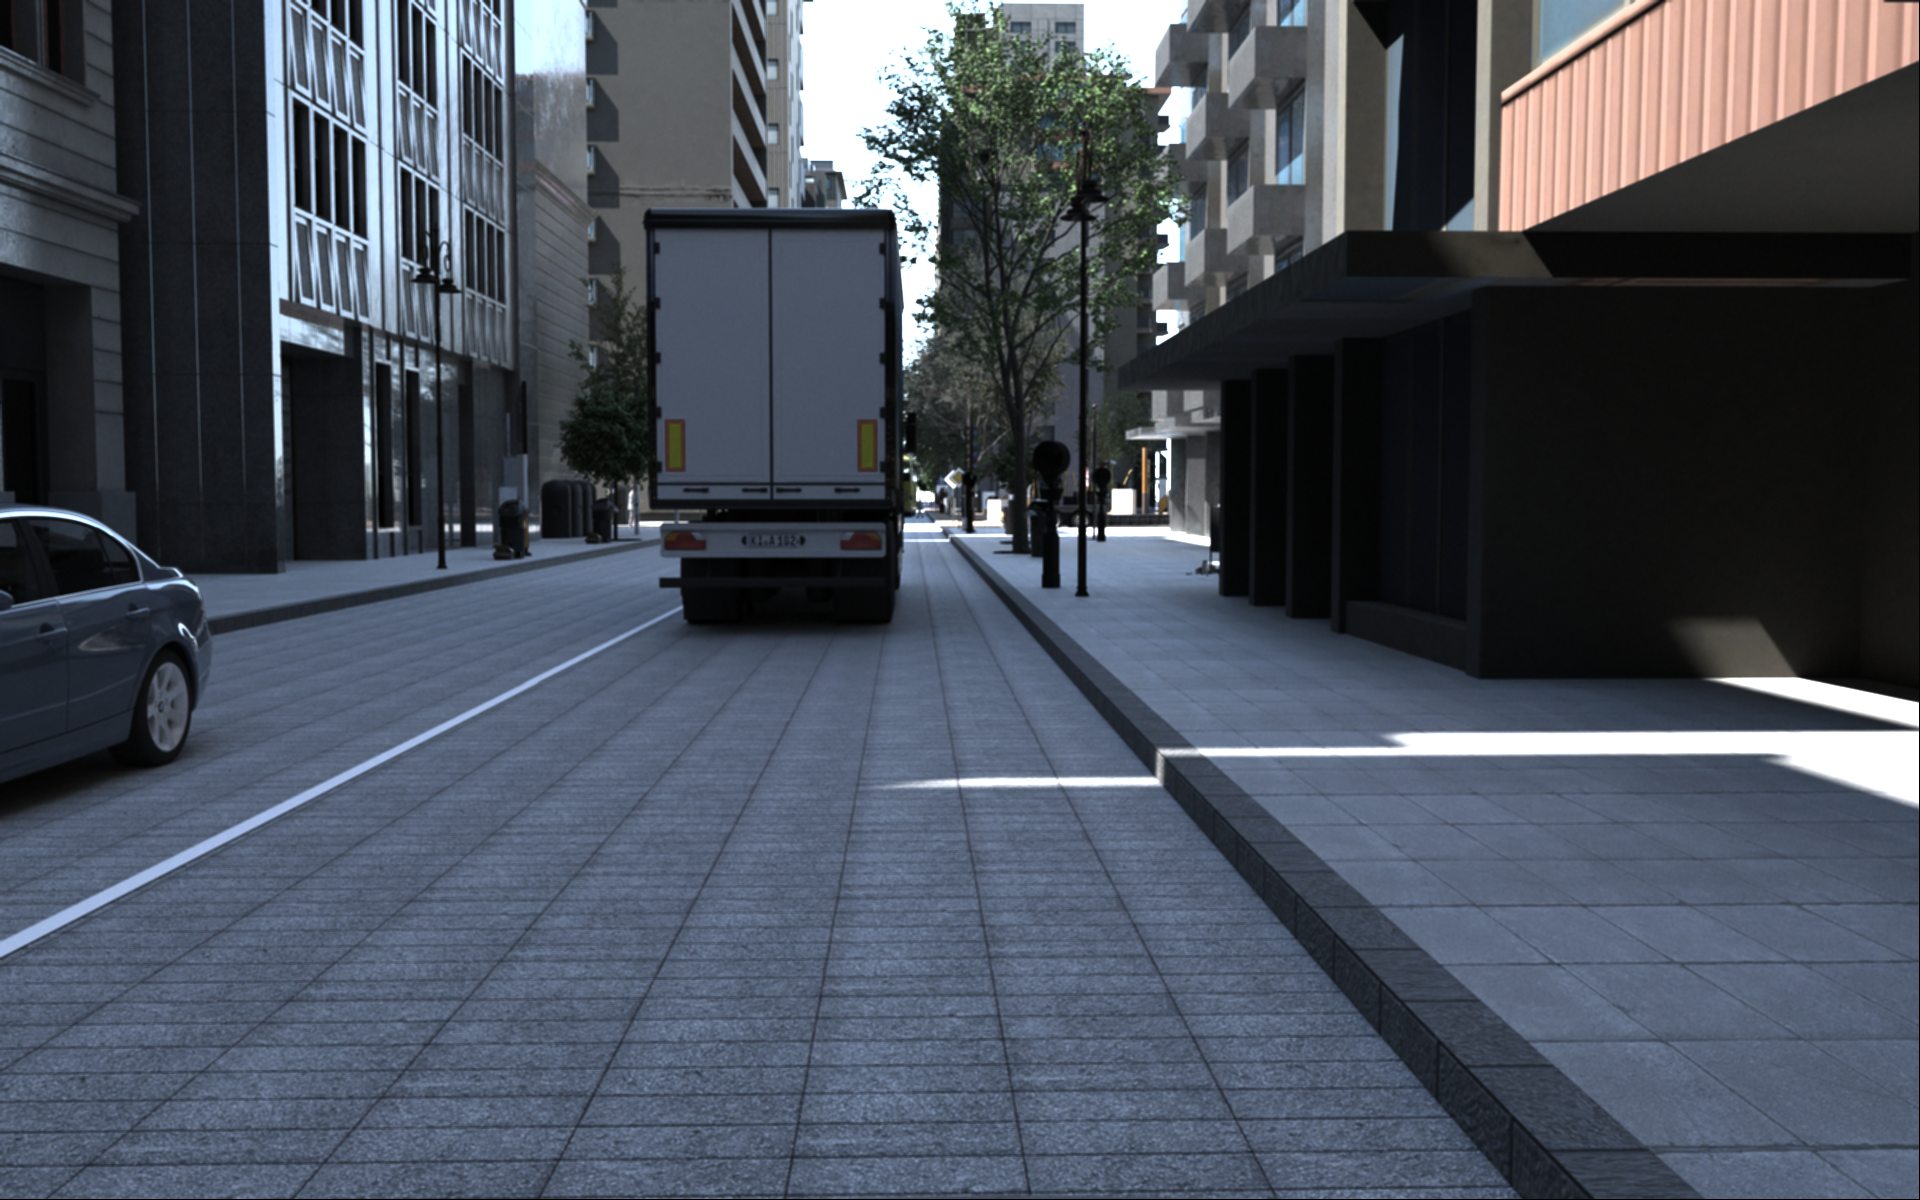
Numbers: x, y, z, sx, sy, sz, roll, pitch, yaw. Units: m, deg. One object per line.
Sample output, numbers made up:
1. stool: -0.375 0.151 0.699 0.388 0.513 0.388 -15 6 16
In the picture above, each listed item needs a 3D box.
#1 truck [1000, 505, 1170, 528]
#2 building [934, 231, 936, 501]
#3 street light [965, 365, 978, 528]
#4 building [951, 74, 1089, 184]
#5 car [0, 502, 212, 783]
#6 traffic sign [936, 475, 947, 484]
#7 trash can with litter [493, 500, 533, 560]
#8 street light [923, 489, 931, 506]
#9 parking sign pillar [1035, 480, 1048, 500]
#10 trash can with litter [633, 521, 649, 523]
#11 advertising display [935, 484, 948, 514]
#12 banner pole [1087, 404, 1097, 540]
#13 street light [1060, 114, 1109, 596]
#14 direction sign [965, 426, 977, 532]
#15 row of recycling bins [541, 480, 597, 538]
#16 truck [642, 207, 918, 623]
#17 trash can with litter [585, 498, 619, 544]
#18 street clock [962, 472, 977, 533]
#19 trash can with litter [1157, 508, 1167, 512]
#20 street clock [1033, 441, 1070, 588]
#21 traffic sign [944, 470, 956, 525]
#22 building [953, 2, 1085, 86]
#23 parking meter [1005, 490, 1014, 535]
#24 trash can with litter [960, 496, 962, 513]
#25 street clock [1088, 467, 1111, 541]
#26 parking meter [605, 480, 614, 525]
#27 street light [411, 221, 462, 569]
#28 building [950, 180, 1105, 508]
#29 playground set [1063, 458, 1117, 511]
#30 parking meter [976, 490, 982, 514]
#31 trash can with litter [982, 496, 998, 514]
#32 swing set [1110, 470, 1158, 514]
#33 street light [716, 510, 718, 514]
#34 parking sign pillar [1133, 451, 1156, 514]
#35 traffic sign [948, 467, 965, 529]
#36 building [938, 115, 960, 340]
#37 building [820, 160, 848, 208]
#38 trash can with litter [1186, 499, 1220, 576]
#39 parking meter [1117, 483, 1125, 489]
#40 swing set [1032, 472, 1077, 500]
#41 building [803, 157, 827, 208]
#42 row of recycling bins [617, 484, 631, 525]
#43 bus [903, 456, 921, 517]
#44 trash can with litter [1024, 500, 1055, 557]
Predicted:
1. truck: 11.024 -4.754 67.490 18.799 4.110 2.967 0 4 -2
2. building: 6.378 -41.090 295.525 21.300 48.544 21.600 0 4 -2
3. street light: 0.414 -5.482 62.425 0.468 5.910 1.993 0 4 -2
4. building: 10.305 -32.438 184.980 22.147 44.769 28.867 0 4 -2
5. car: -5.044 0.251 7.895 2.014 1.417 4.499 0 3 0
6. traffic sign: -1.249 -7.229 118.308 0.768 2.556 0.104 0 4 5
7. trash can with litter: -8.834 -1.392 34.139 0.624 1.170 1.055 0 4 0
8. street light: -4.288 -15.311 223.121 0.468 5.910 1.993 0 4 -2
9. parking sign pillar: 6.541 -9.015 135.863 1.447 3.967 1.447 -1 4 -14
10. trash can with litter: -15.120 -4.042 77.150 2.233 1.210 1.678 2 4 28
11. advertising display: -1.162 -6.665 114.181 0.974 1.923 0.123 -1 4 -20
12. banner pole: 3.697 -3.557 48.168 0.401 3.779 0.863 1 4 15
13. street light: 1.534 -2.986 21.604 0.468 5.910 1.993 0 4 -2
14. direction sign: 0.370 -4.042 58.088 0.379 3.537 0.876 2 4 26
15. row of recycling bins: -11.620 -2.732 51.781 1.069 1.692 3.534 0 4 4
16. truck: -1.981 -2.060 22.600 2.839 4.237 11.283 0 4 -1
17. trash can with litter: -9.348 -2.061 45.080 0.624 1.170 1.055 1 4 10
18. street clock: 0.320 -3.188 56.693 0.471 2.002 0.358 0 4 -4
19. trash can with litter: 14.761 -6.936 124.786 1.055 1.170 0.624 -3 5 -39
20. street clock: 1.248 -1.169 23.691 0.471 2.002 0.358 2 4 32
21. traffic sign: -0.275 -4.172 71.858 0.795 2.450 0.064 0 4 -2
22. building: 7.242 -50.140 258.044 20.563 71.187 20.611 0 4 -2
23. parking meter: 1.601 -2.793 54.069 0.372 1.533 0.369 0 3 0
24. trash can with litter: 0.242 -6.401 116.044 0.624 1.170 1.055 0 4 3
25. street clock: 3.831 -2.590 46.919 0.471 2.002 0.358 -1 4 -16
26. parking meter: -14.288 -3.985 70.864 0.255 1.863 0.399 2 4 27
27. street light: -8.912 -3.476 29.621 0.468 5.910 1.993 0 4 -2
28. building: 6.066 -23.979 163.763 14.160 30.474 14.107 0 4 -2
29. playground set: 10.850 -8.983 133.648 5.637 4.214 5.302 0 4 2
30. parking meter: 1.232 -6.459 114.021 0.372 1.533 0.369 0 3 0
31. trash can with litter: 1.755 -6.062 110.500 0.624 1.170 1.055 -3 4 -36
32. swing set: 11.160 -6.871 109.959 2.862 2.851 3.119 0 4 -5
33. street light: -10.184 -6.092 72.393 0.468 5.910 1.993 0 4 -2
34. parking sign pillar: 11.160 -7.136 105.139 1.447 3.967 1.447 0 4 1
35. traffic sign: -0.040 -3.684 63.876 0.795 2.450 0.064 0 4 -2
36. building: 8.217 -35.859 210.001 21.300 48.544 21.600 0 4 -2
37. building: -32.434 -41.965 275.373 28.713 52.752 27.495 0 4 -2
38. trash can with litter: 4.707 -1.034 27.957 2.233 1.210 1.678 0 4 1
39. parking meter: 8.586 -5.302 92.394 0.399 1.863 0.255 -3 4 -38
40. swing set: 6.894 -7.740 124.173 3.119 2.851 2.862 -1 4 -14
41. building: -30.237 -38.326 246.231 23.786 49.044 30.456 0 4 -2
42. row of recycling bins: -14.384 -4.043 73.216 1.069 1.692 3.534 0 4 -7
43. bus: -4.134 -7.306 111.002 2.896 3.916 12.252 0 4 0
44. trash can with litter: 1.639 -1.476 35.520 0.624 1.170 1.055 0 4 4
